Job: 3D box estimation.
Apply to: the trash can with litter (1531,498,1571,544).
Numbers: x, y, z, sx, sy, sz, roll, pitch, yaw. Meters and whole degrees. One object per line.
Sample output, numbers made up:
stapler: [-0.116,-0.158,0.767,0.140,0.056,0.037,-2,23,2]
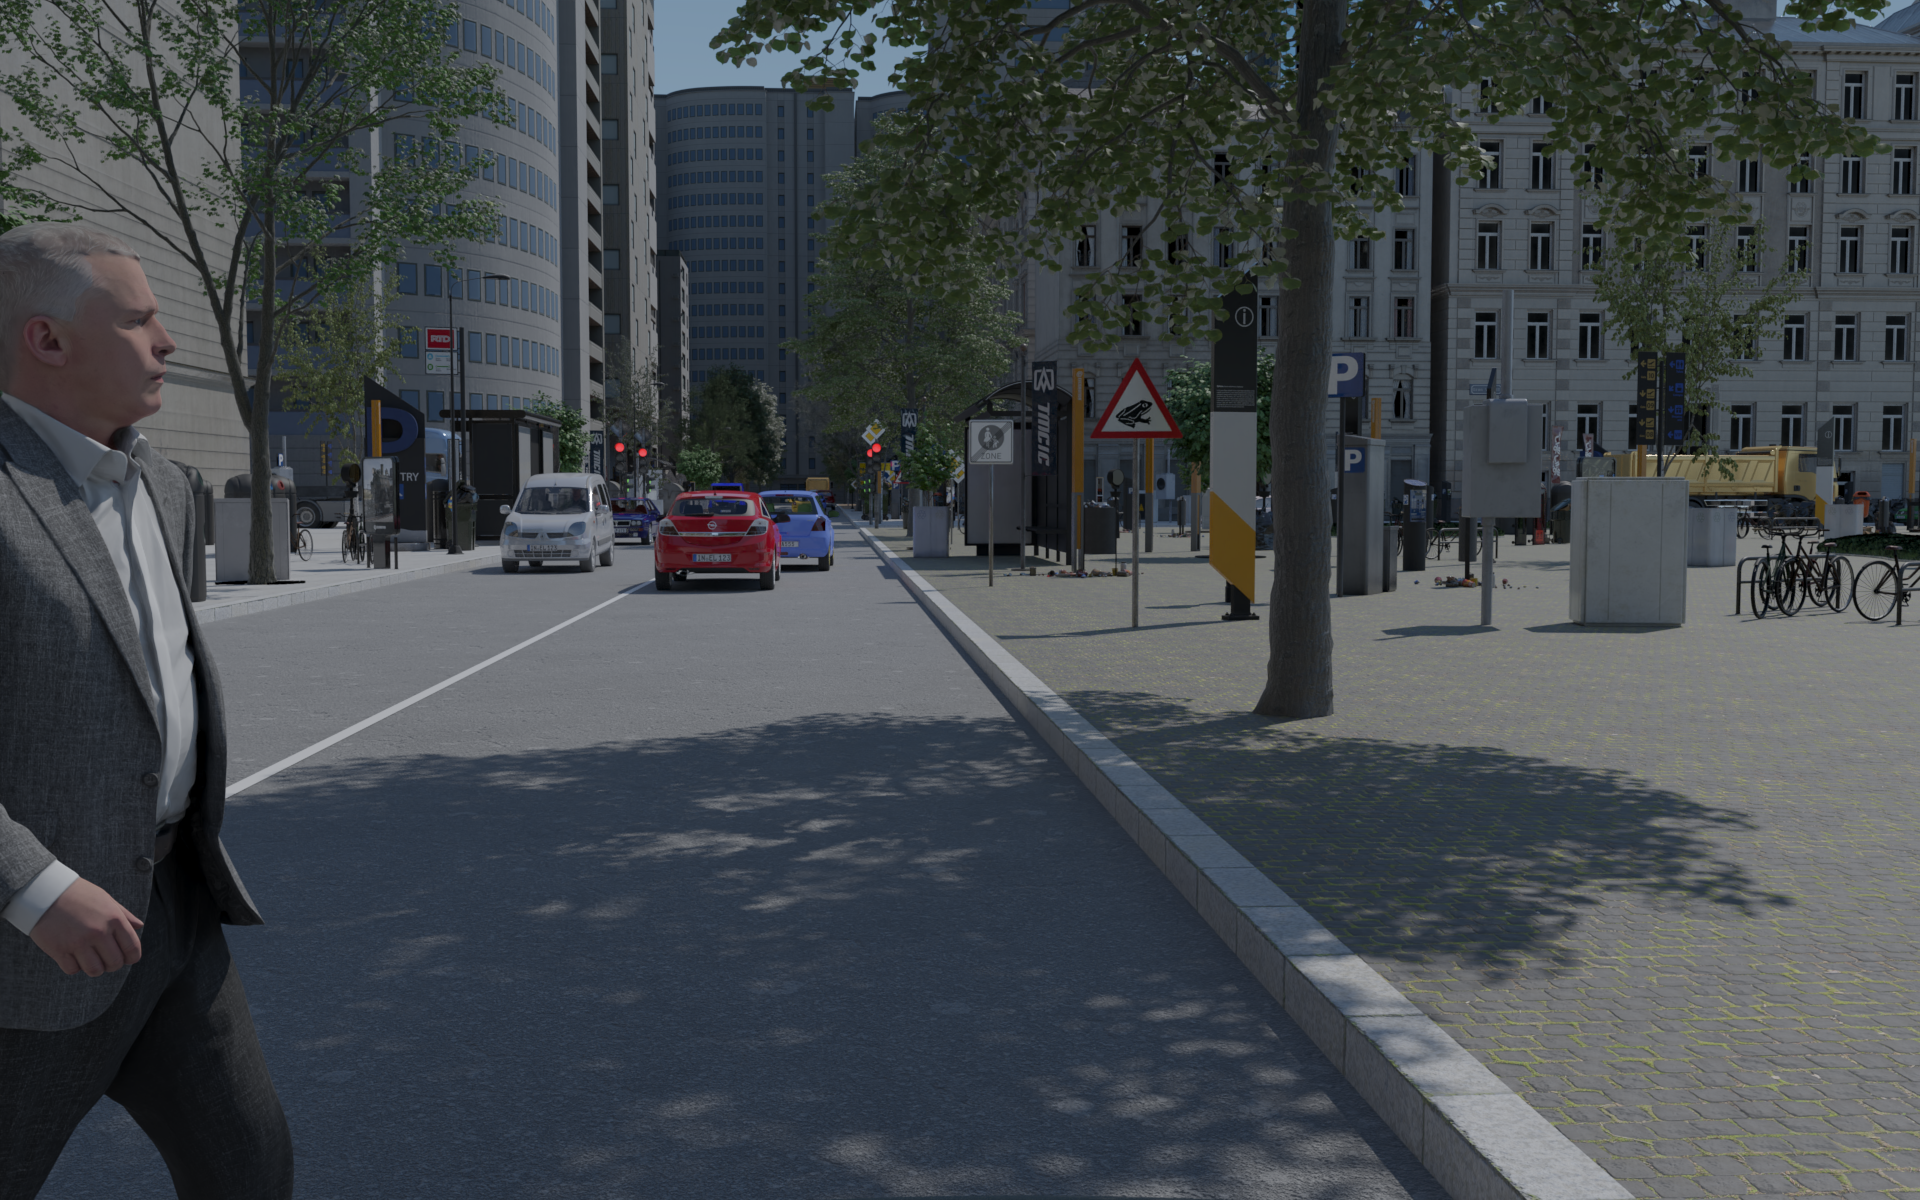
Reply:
trash can with litter: [15.378,-2.045,44.819,1.055,1.170,0.624,0,4,-5]

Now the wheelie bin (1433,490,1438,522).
wheelie bin: [20.335,-4.120,75.263,0.693,1.594,0.980,-2,4,-26]

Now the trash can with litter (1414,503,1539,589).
trash can with litter: [7.295,-0.821,24.480,1.678,1.210,2.233,1,4,17]

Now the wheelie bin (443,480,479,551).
wheelie bin: [-11.326,-1.925,39.378,0.693,1.594,0.980,0,4,-4]

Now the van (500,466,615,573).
van: [-7.623,-1.589,32.988,2.013,2.044,4.112,0,4,-4]

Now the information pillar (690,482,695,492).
information pillar: [-16.052,-6.066,103.674,0.304,2.012,0.304,-2,4,-34]

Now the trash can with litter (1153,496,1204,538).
trash can with litter: [6.429,-2.477,51.562,1.678,1.210,2.233,1,4,17]

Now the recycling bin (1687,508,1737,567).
recycling bin: [13.358,-1.127,30.973,0.722,1.027,0.722,-2,4,-26]

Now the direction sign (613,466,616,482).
direction sign: [-28.296,-9.168,141.886,0.379,3.537,0.876,-2,4,-27]

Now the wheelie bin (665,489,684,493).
wheelie bin: [-15.000,-4.986,89.427,0.980,1.594,0.693,-3,5,-43]

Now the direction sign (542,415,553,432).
direction sign: [-11.897,-3.532,49.744,0.379,3.537,0.876,1,4,13]

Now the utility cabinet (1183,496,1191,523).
utility cabinet: [10.065,-3.965,75.991,0.306,1.237,1.020,2,4,25]

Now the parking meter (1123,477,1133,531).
parking meter: [5.930,-3.356,60.584,0.399,1.863,0.255,-1,4,-22]

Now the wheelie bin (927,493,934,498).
wheelie bin: [-2.164,-7.463,129.925,0.693,1.594,0.980,1,4,20]

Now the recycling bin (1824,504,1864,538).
recycling bin: [21.383,-1.795,41.908,0.722,1.027,0.722,3,4,39]

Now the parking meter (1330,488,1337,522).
parking meter: [13.111,-3.190,60.574,0.372,1.533,0.369,0,3,0]

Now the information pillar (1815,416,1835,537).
information pillar: [26.069,-3.720,52.174,0.183,3.616,0.504,-3,5,-41]

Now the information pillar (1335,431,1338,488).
information pillar: [14.008,-4.459,64.257,0.183,3.616,0.504,0,4,-2]

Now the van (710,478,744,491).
van: [-12.828,-5.565,95.377,2.240,2.365,5.245,0,4,-6]

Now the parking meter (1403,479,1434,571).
parking meter: [7.608,-1.258,28.980,0.372,1.533,0.369,0,3,0]

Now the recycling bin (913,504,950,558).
recycling bin: [-0.574,-1.378,35.078,0.722,1.027,0.722,0,4,2]

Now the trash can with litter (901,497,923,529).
trash can with litter: [-1.614,-3.159,63.044,1.055,1.170,0.624,0,4,-1]

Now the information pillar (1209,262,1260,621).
information pillar: [2.783,-1.602,17.545,0.504,3.616,0.183,-1,4,-15]

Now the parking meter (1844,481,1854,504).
parking meter: [41.124,-4.554,80.166,0.255,1.863,0.399,0,4,-2]

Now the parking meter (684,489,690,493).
parking meter: [-15.717,-5.758,99.854,0.255,1.863,0.399,1,4,12]

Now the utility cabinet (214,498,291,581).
utility cabinet: [-10.546,-0.897,25.823,1.020,1.237,0.306,-1,4,-17]

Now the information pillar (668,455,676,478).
information pillar: [-17.344,-6.912,104.365,0.183,3.616,0.504,3,5,45]

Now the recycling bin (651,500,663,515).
recycling bin: [-13.638,-3.968,77.423,0.722,1.027,0.722,-1,4,-9]

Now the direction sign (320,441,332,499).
direction sign: [-27.120,-5.027,74.194,0.379,3.537,0.876,1,4,10]

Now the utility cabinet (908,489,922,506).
utility cabinet: [-2.138,-4.554,83.138,0.318,1.500,1.173,-1,4,-22]

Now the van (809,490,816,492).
van: [-14.148,-9.943,169.584,2.013,2.044,4.112,0,4,-5]

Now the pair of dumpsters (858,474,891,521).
pair of dumpsters: [-4.185,-5.048,85.034,1.574,2.255,4.437,0,4,-4]

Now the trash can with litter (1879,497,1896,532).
trash can with litter: [26.941,-2.395,50.215,1.678,1.210,2.233,2,4,33]

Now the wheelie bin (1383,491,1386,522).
wheelie bin: [17.743,-4.042,73.988,0.693,1.594,0.980,-3,5,-42]

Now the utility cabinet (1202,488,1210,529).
utility cabinet: [9.293,-3.277,62.263,1.173,1.500,0.318,0,4,6]

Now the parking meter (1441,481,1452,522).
parking meter: [21.450,-4.323,76.389,0.255,1.863,0.399,-2,4,-27]

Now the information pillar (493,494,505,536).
information pillar: [-13.658,-2.865,51.337,0.304,2.012,0.304,0,4,-4]

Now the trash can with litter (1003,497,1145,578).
trash can with litter: [1.803,-0.986,27.173,2.233,1.210,1.678,0,4,3]

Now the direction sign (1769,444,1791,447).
direction sign: [37.122,-5.304,78.721,0.876,3.537,0.379,-1,4,-12]

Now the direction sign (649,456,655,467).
direction sign: [-18.581,-6.874,104.379,0.379,3.537,0.876,-2,4,-34]

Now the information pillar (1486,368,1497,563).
information pillar: [9.789,-2.484,31.972,0.183,3.616,0.504,2,4,28]

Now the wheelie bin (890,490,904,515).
wheelie bin: [-3.817,-5.879,104.036,0.980,1.594,0.693,3,5,42]

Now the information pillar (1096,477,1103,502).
information pillar: [6.115,-4.362,75.809,0.304,2.012,0.304,0,4,2]

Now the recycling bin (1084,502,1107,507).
recycling bin: [4.104,-2.486,53.193,0.722,1.027,0.722,1,4,13]

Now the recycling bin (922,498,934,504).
recycling bin: [-2.339,-6.767,123.187,0.722,1.027,0.722,2,4,31]

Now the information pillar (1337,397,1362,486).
information pillar: [6.972,-2.410,30.757,0.183,3.616,0.504,-1,4,-20]

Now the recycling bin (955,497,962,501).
recycling bin: [-0.322,-7.138,129.265,0.722,1.027,0.722,-3,5,-41]
